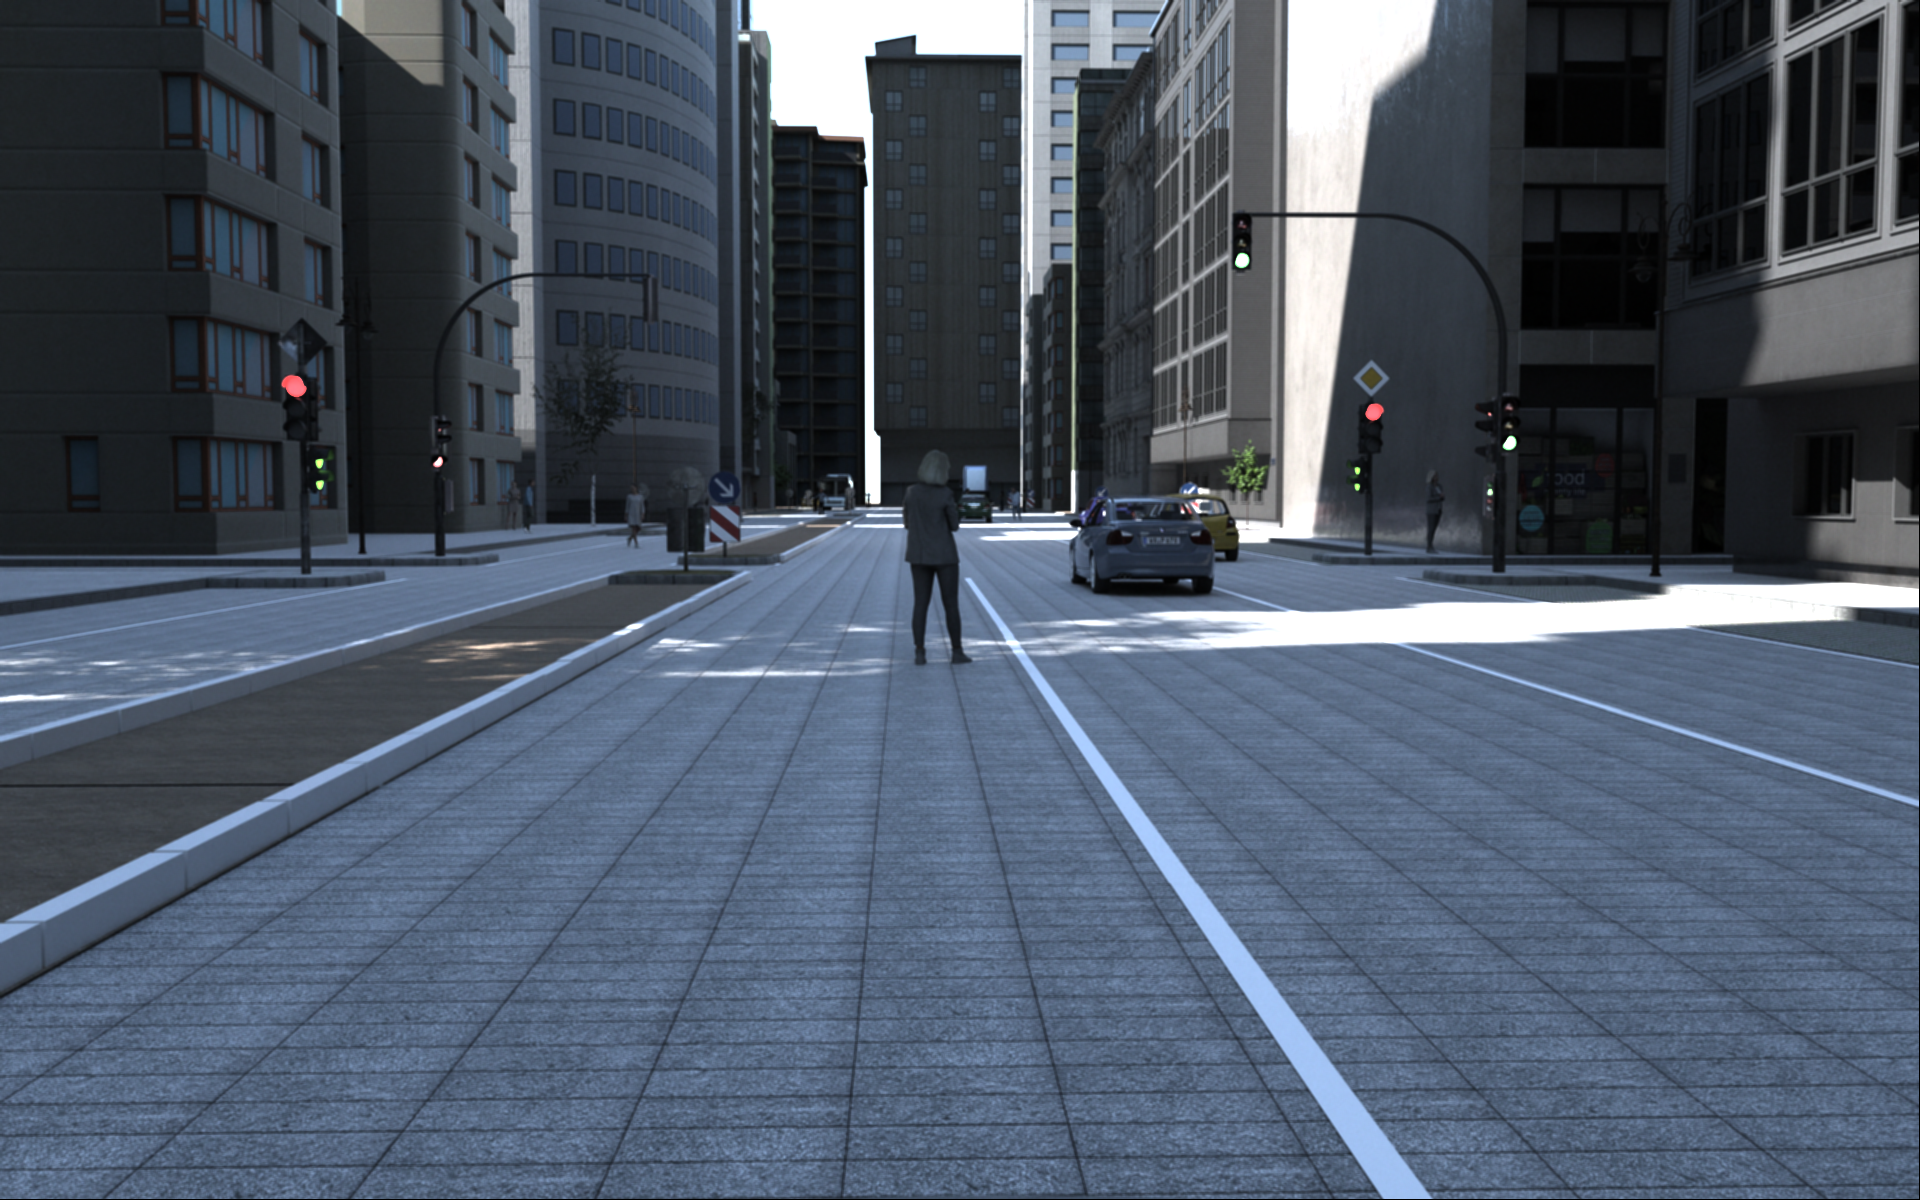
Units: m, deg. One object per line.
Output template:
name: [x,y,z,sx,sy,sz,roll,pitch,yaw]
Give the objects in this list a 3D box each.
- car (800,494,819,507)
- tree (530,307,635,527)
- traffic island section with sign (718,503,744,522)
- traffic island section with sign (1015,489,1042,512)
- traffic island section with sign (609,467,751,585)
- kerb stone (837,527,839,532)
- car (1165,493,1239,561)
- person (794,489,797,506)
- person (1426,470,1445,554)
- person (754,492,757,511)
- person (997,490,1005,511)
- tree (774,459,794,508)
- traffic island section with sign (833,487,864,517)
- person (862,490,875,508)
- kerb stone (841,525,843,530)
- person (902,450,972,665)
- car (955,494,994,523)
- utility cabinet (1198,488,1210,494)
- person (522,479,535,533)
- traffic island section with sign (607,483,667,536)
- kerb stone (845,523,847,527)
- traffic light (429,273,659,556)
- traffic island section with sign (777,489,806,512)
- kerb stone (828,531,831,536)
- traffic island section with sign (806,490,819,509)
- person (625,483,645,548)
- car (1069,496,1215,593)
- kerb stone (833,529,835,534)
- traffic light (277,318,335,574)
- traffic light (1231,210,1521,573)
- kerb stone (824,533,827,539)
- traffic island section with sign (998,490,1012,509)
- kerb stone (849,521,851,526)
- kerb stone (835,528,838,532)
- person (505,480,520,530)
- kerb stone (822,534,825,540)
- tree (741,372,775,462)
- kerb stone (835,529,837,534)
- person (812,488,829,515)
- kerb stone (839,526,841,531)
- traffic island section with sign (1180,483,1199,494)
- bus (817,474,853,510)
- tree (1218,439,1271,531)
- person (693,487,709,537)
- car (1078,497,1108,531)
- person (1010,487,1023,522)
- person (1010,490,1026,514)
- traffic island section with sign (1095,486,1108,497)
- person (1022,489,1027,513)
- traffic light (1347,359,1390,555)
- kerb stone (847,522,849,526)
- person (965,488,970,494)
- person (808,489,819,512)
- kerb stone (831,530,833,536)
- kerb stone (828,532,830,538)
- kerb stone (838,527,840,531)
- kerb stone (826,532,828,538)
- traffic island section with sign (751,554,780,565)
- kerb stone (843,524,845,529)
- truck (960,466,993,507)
car: [-14.774,-9.851,171.285,2.015,1.641,3.980,0,4,-3]
tree: [-14.530,-7.190,67.916,4.360,8.622,3.978,0,3,0]
traffic island section with sign: [-12.000,-4.839,87.750,1.989,1.847,2.006,0,4,-2]
traffic island section with sign: [5.487,-7.925,138.194,1.989,1.847,2.006,0,4,-2]
traffic island section with sign: [-4.549,-1.227,28.191,2.006,1.907,1.989,0,4,-2]
kerb stone: [-4.548,-2.463,62.666,0.120,0.150,1.000,0,4,-2]
car: [5.021,-1.723,38.399,2.015,1.641,3.980,0,4,-2]
person: [-17.131,-10.639,180.129,0.705,1.807,1.348,0,4,-1]
person: [10.297,-1.907,37.413,0.537,1.800,0.526,-2,4,-29]
person: [-15.335,-7.378,129.929,0.557,1.426,1.065,0,4,-7]
person: [3.443,-8.296,144.860,0.721,1.735,1.217,2,4,31]
tree: [-17.016,-10.759,159.629,4.285,4.588,4.351,0,3,0]
traffic island section with sign: [-7.060,-6.273,110.699,2.006,1.907,1.989,0,4,-2]
person: [-9.274,-10.226,175.682,1.348,1.826,0.705,-1,4,-22]
kerb stone: [-4.682,-2.722,66.762,0.120,0.150,1.000,0,4,-2]
person: [-0.223,-0.368,14.698,0.537,1.800,0.526,2,4,35]
car: [0.679,-4.611,87.182,2.131,1.459,4.920,0,4,0]
utility cabinet: [9.163,-3.464,65.318,0.318,1.500,1.173,0,4,-3]
person: [-14.122,-3.075,56.663,0.444,1.785,0.601,0,4,-3]
traffic island section with sign: [-11.168,-3.165,60.372,1.989,1.847,2.006,0,4,-2]
kerb stone: [-4.799,-2.977,70.863,0.120,0.150,1.000,0,4,-2]
traffic light: [-8.618,-3.734,35.723,4.771,5.953,1.251,0,4,-2]
traffic island section with sign: [-13.530,-7.910,137.949,1.989,1.847,2.006,0,4,-2]
kerb stone: [-4.361,-2.095,56.511,0.120,0.150,1.000,0,4,-2]
traffic island section with sign: [-14.365,-9.570,165.093,1.989,1.847,2.006,0,4,-2]
person: [-8.675,-2.247,45.995,0.760,1.731,0.466,3,5,44]
car: [2.715,-0.874,26.287,2.014,1.417,4.499,0,4,-3]
kerb stone: [-4.458,-2.288,59.597,0.120,0.150,1.000,0,4,-2]
traffic light: [-10.463,-2.368,27.643,0.839,4.253,0.868,0,4,-2]
traffic light: [6.700,-3.264,28.038,4.771,5.953,1.251,0,4,-2]
kerb stone: [-4.267,-1.911,53.432,0.120,0.150,1.000,0,4,-2]
traffic island section with sign: [4.668,-9.572,165.137,1.989,1.847,2.006,0,4,-2]
kerb stone: [-4.960,-3.291,75.999,0.120,0.150,1.000,0,4,-2]
kerb stone: [-4.525,-2.412,61.643,0.120,0.150,1.000,0,4,-2]
person: [-15.971,-3.394,61.868,0.599,1.781,0.374,-2,4,-29]
kerb stone: [-4.236,-1.848,52.410,0.120,0.150,1.000,0,4,-2]
tree: [-15.727,-10.508,106.218,8.767,10.594,7.601,-1,4,-14]
kerb stone: [-4.489,-2.347,60.622,0.120,0.150,1.000,0,4,-2]
person: [-9.657,-6.848,120.444,1.348,1.826,0.705,2,4,25]
kerb stone: [-4.605,-2.601,64.716,0.120,0.150,1.000,0,4,-2]
traffic island section with sign: [7.838,-3.199,60.927,1.989,1.847,2.006,0,4,-2]
bus: [-11.126,-9.863,156.123,2.948,3.499,13.247,0,4,-2]
tree: [10.192,-4.050,60.816,1.663,3.219,1.824,0,3,0]
person: [-7.583,-2.531,50.154,0.573,1.790,0.520,3,5,42]
car: [5.176,-2.962,61.005,1.945,1.354,3.894,0,4,-2]
person: [2.924,-4.968,89.996,0.793,1.790,0.793,-1,4,-21]
person: [4.274,-7.207,127.017,1.217,1.739,0.721,0,4,-6]
traffic island section with sign: [7.022,-4.859,88.074,1.989,1.847,2.006,0,4,-2]
person: [4.985,-7.622,133.134,0.705,1.823,1.348,0,4,-1]
traffic light: [8.546,-2.893,36.224,0.839,4.253,0.868,0,4,-2]
kerb stone: [-4.860,-3.103,72.921,0.120,0.150,1.000,0,4,-2]
person: [0.525,-5.798,103.657,0.532,1.782,0.716,1,4,11]
person: [-11.634,-8.017,139.216,1.348,1.869,0.705,3,5,39]
kerb stone: [-4.396,-2.161,57.537,0.120,0.150,1.000,0,4,-2]
kerb stone: [-4.335,-2.034,55.478,0.120,0.150,1.000,0,4,-2]
kerb stone: [-4.591,-2.534,63.694,0.120,0.150,1.000,0,4,-2]
kerb stone: [-4.298,-1.973,54.456,0.120,0.150,1.000,0,4,-2]
traffic island section with sign: [-4.765,-1.679,35.595,2.006,1.907,1.989,0,4,-2]
kerb stone: [-4.744,-2.849,68.813,0.120,0.150,1.000,0,4,-2]
truck: [1.545,-10.309,158.315,2.967,4.110,18.799,0,4,0]
